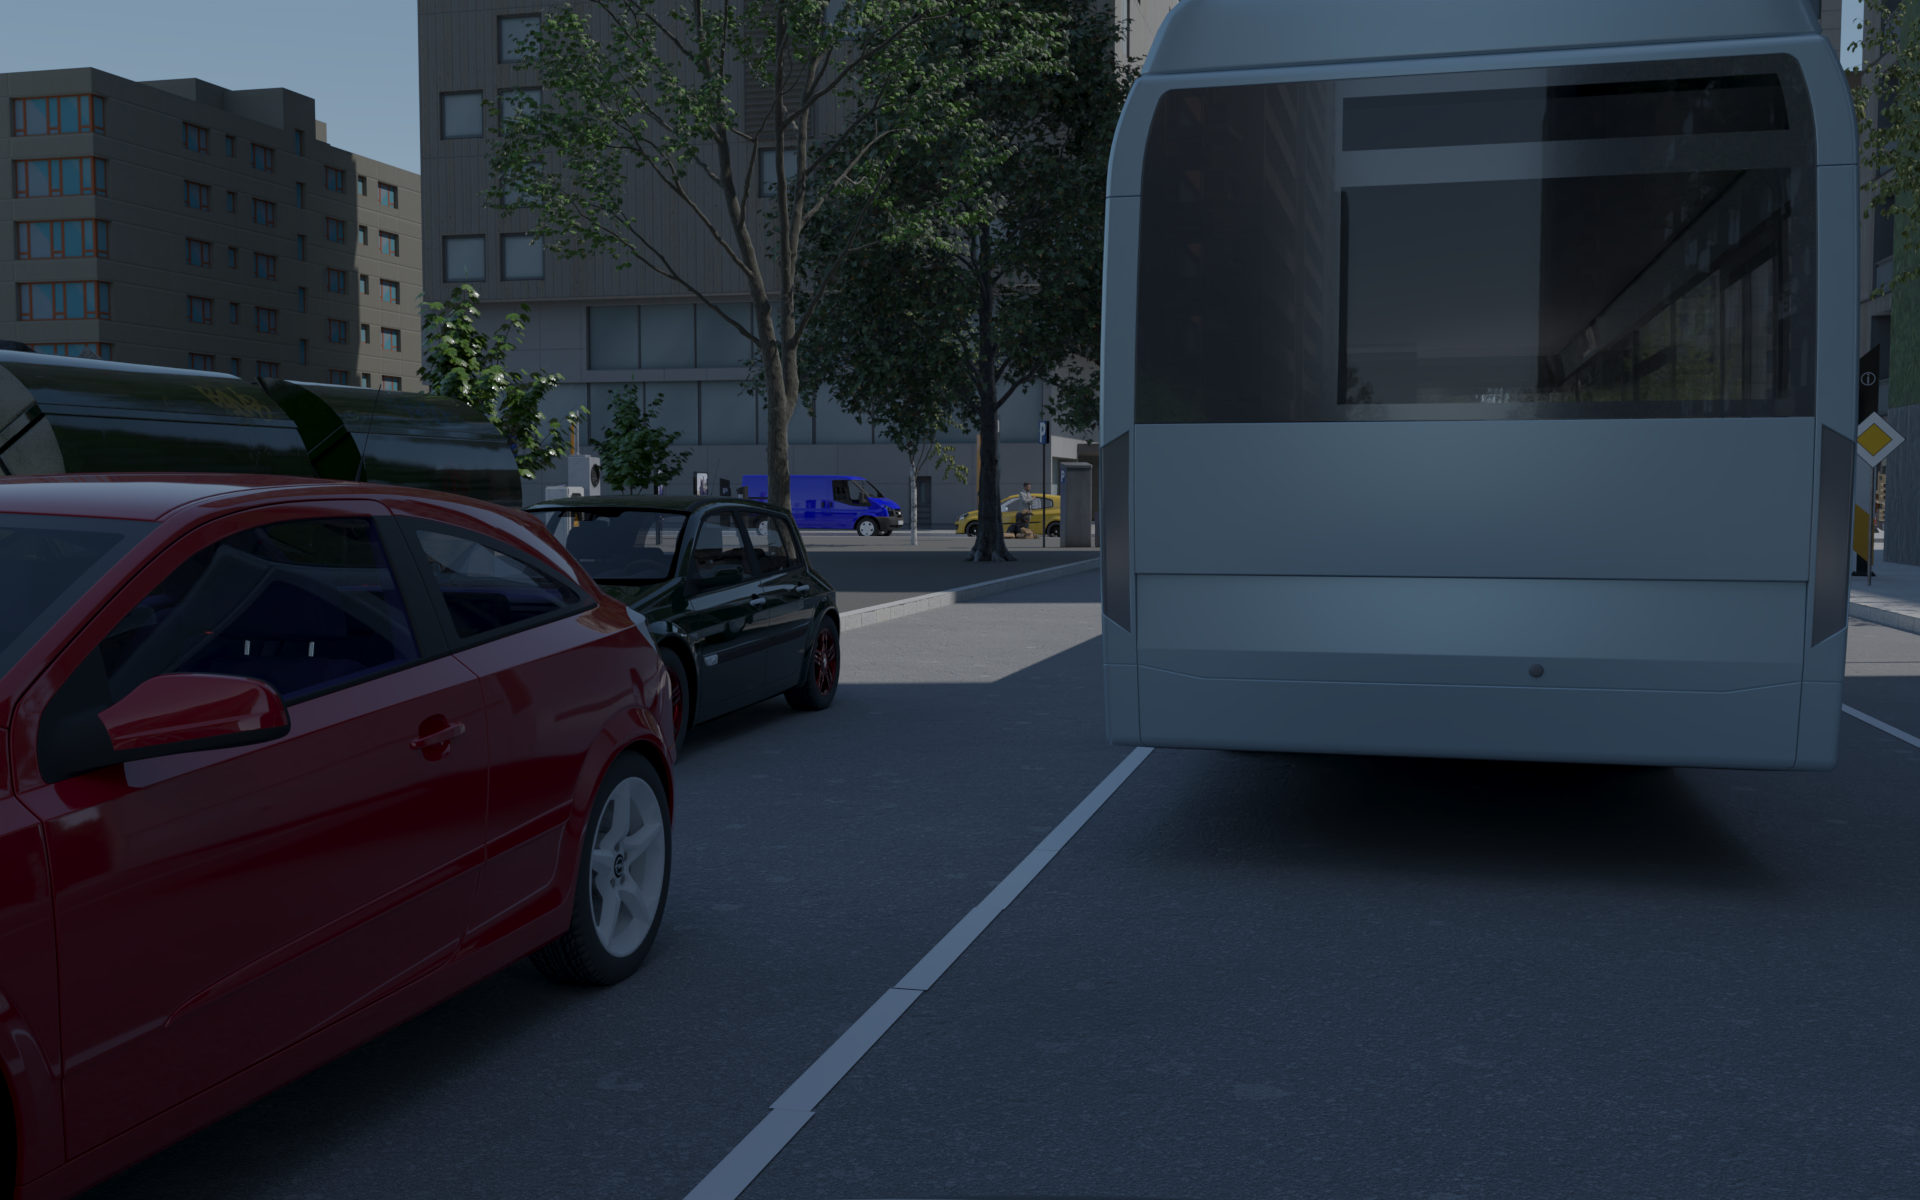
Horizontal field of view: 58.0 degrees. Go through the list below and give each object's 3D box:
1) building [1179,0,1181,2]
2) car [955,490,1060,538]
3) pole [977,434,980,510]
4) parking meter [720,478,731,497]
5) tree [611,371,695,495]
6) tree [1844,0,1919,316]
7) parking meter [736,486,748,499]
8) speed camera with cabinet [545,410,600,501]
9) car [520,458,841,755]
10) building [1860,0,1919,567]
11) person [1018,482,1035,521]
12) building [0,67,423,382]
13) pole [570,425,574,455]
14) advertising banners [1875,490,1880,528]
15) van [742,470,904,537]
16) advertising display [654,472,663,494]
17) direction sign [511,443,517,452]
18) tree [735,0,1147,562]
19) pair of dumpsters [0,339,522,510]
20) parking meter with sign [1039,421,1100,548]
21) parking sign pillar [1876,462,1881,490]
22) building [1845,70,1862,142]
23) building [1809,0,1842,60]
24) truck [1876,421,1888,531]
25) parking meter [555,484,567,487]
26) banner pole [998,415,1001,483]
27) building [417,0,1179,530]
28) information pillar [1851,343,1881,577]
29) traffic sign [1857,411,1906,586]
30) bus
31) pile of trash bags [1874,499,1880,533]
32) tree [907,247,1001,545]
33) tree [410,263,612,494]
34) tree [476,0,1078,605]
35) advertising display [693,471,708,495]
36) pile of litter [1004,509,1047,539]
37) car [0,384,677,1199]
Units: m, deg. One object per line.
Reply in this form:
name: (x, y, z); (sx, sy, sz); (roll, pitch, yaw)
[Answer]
building: (9.228, -28.038, 113.047); (22.147, 44.769, 28.867); (1, 4, 14)
car: (1.820, -2.708, 54.493); (3.980, 1.641, 2.015); (1, 4, 14)
pole: (0.673, -3.985, 59.005); (0.158, 3.312, 0.155); (0, 3, 0)
parking meter: (-8.455, -3.469, 62.430); (0.399, 1.863, 0.255); (-1, 4, -12)
tree: (-5.199, -2.002, 27.337); (1.663, 3.219, 1.824); (0, 3, 0)
tree: (12.239, -4.280, 20.334); (4.737, 8.622, 4.395); (0, 3, 0)
parking meter: (-6.579, -2.686, 52.321); (0.372, 1.533, 0.369); (0, 3, 0)
speed camera with cabinet: (-9.000, -2.813, 40.336); (0.660, 3.252, 2.038); (1, 4, 9)
car: (-2.039, -0.035, 10.360); (2.009, 1.686, 4.222); (1, 4, 14)
building: (24.726, -21.281, 31.542); (14.154, 41.232, 14.086); (1, 4, 14)
person: (2.032, -2.664, 52.234); (0.466, 1.800, 0.511); (1, 4, 22)
building: (-45.766, -14.815, 87.272); (28.899, 21.520, 27.650); (1, 4, 14)
pole: (-10.887, -3.367, 48.893); (0.158, 3.312, 0.155); (0, 3, 0)
advertising banners: (34.812, -4.255, 65.764); (0.090, 3.025, 2.074); (-3, 5, -42)
van: (-4.432, -3.157, 55.996); (5.245, 2.365, 2.240); (1, 4, 14)
advertising display: (-7.650, -2.371, 43.986); (0.123, 1.923, 0.974); (0, 4, -2)
direction sign: (-16.196, -4.263, 61.692); (0.876, 3.537, 0.379); (-1, 4, -19)
tree: (0.461, -7.093, 32.978); (9.611, 12.733, 9.660); (0, 3, 0)
pair of dumpsters: (-4.311, -0.471, 10.200); (1.574, 2.255, 4.437); (1, 4, 14)
parking meter with sign: (2.799, -2.769, 41.529); (1.738, 3.016, 0.543); (-1, 4, -16)
parking sign pillar: (48.478, -6.355, 92.370); (1.447, 3.967, 1.447); (1, 4, 20)
building: (91.796, -32.428, 180.311); (14.200, 45.320, 14.600); (1, 4, 14)
building: (53.574, -42.440, 132.139); (20.563, 71.187, 20.611); (1, 4, 14)
truck: (30.473, -3.543, 46.834); (11.283, 4.237, 2.839); (1, 4, 12)
parking meter: (-10.058, -2.148, 43.539); (0.372, 1.533, 0.369); (0, 3, 0)
banner pole: (0.861, -3.544, 47.956); (0.401, 3.779, 0.863); (3, 5, 42)
building: (-4.537, -29.696, 74.763); (28.713, 52.752, 27.495); (1, 4, 14)
information pillar: (14.035, -2.179, 26.988); (0.504, 3.616, 0.183); (2, 4, 32)
traffic sign: (12.726, -1.406, 24.179); (0.795, 2.450, 0.064); (1, 4, 23)
bus: (3.444, -1.078, 12.481); (2.948, 3.499, 13.247); (1, 4, 15)
pile of trash bags: (29.633, -2.928, 57.631); (3.447, 1.369, 1.912); (-3, 5, -44)
tree: (-0.967, -5.661, 42.924); (4.737, 8.622, 4.395); (0, 3, 0)
tree: (-4.187, -1.216, 14.477); (1.663, 3.219, 1.824); (0, 3, 0)
tree: (-2.132, -5.761, 19.946); (9.928, 11.665, 9.643); (0, 3, 0)
advertising display: (-7.453, -2.727, 49.798); (0.123, 1.923, 0.974); (1, 4, 11)
pile of litter: (1.701, -2.191, 49.793); (1.176, 0.858, 1.719); (-3, 5, -39)
car: (-2.161, 0.316, 3.877); (2.155, 1.783, 4.494); (1, 4, 14)
